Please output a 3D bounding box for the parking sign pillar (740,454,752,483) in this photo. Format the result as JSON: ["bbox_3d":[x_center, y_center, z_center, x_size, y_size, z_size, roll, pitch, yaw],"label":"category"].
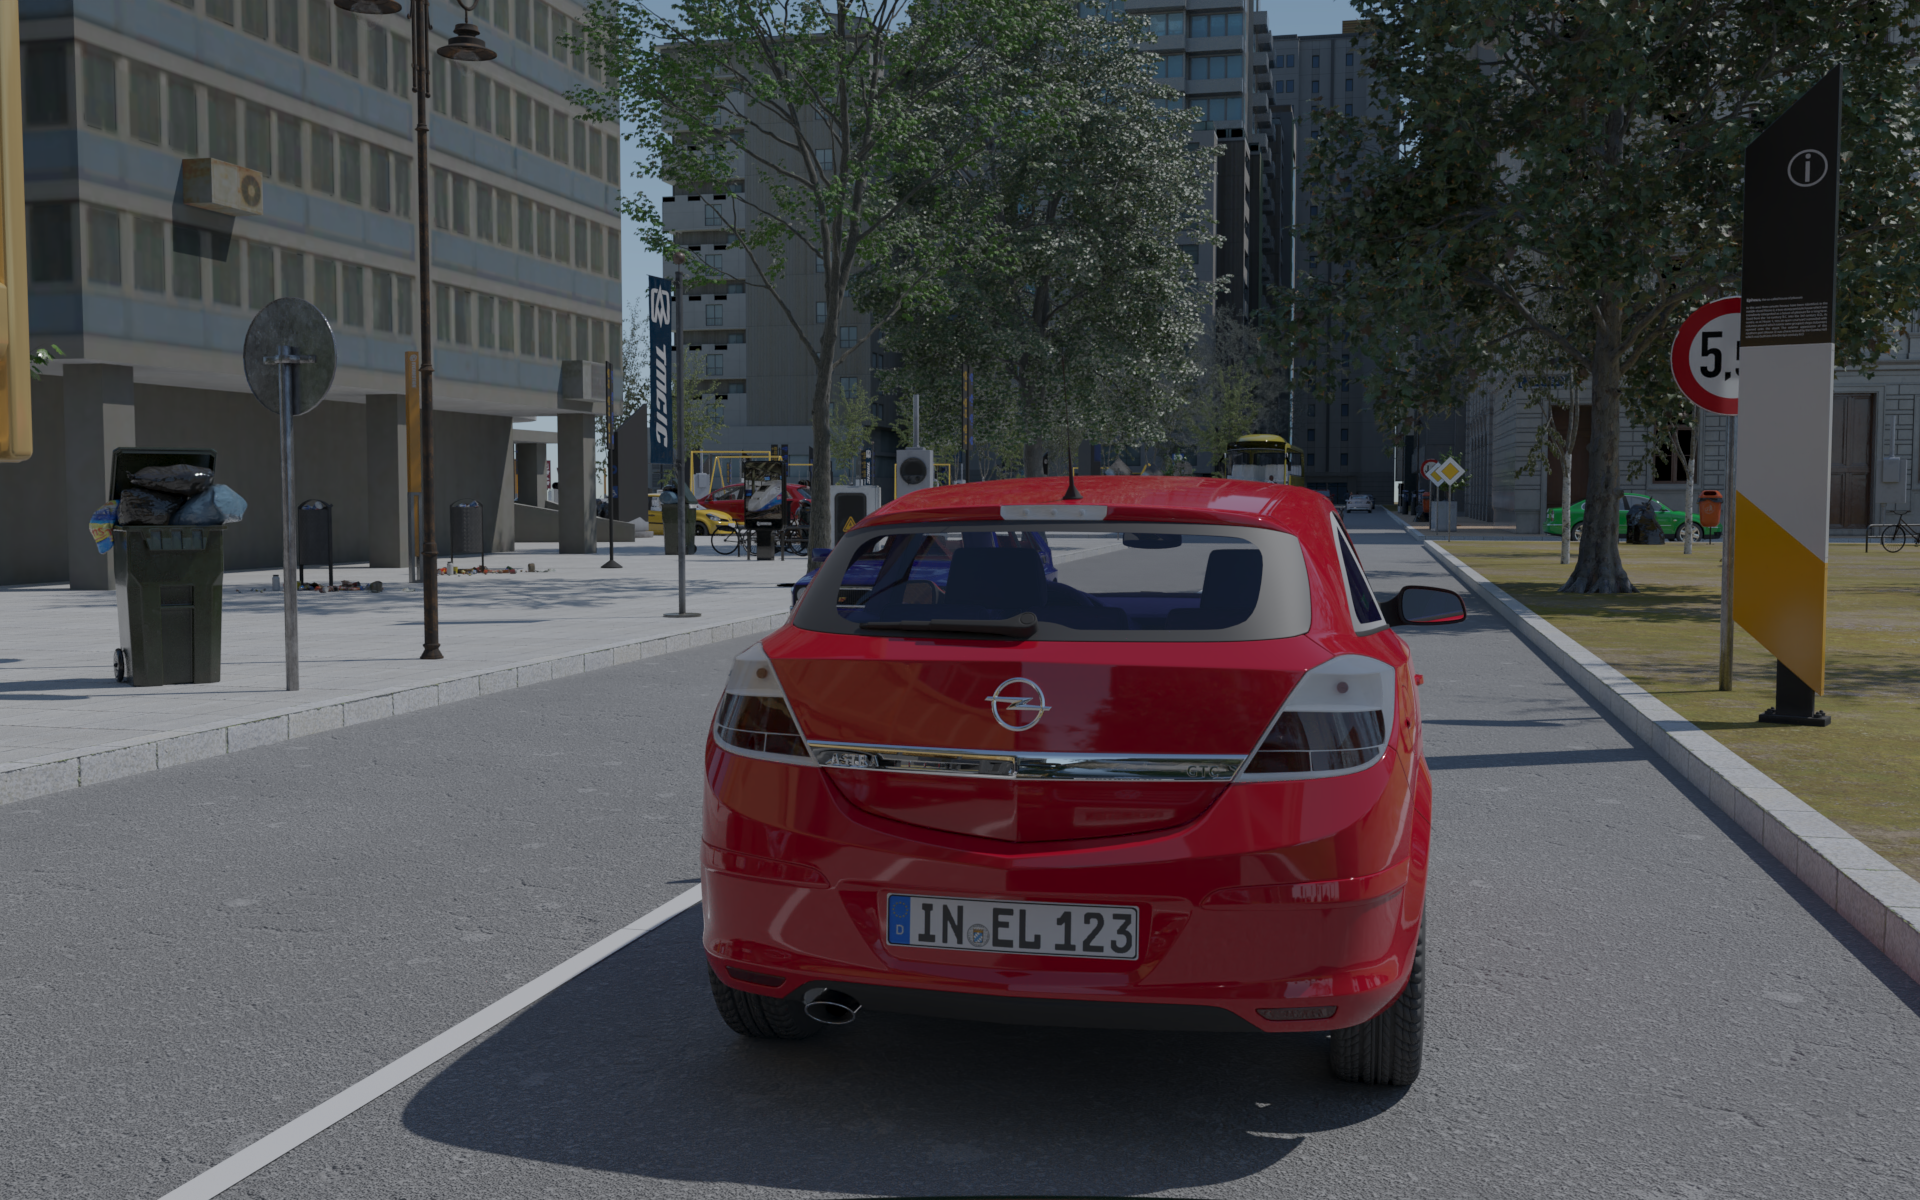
[{"bbox_3d":[-14.379,-7.873,117.195,1.447,3.967,1.447,-3,5,-39],"label":"parking sign pillar"}]

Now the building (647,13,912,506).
[{"bbox_3d":[-19.149,-37.392,200.603,27.495,52.752,28.713,1,4,13],"label":"building"}]

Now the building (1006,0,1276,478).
[{"bbox_3d":[17.514,-33.104,160.859,23.786,49.044,30.456,1,4,13],"label":"building"}]

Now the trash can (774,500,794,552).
[{"bbox_3d":[-4.085,-1.654,38.699,0.748,1.137,0.748,0,3,0],"label":"trash can"}]

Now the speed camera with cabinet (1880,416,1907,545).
[{"bbox_3d":[24.181,-3.008,43.519,2.038,3.252,0.660,2,4,30],"label":"speed camera with cabinet"}]

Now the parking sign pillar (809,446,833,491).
[{"bbox_3d":[-7.744,-6.603,96.438,1.447,3.967,1.447,-1,4,-15],"label":"parking sign pillar"}]

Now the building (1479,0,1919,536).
[{"bbox_3d":[28.353,-13.519,57.195,21.152,22.565,11.583,1,4,13],"label":"building"}]

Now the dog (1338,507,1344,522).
[{"bbox_3d":[17.969,-3.949,81.409,0.513,0.831,0.800,3,5,42],"label":"dog"}]

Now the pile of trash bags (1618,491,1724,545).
[{"bbox_3d":[17.714,-2.121,44.433,3.447,1.369,1.912,2,4,28],"label":"pile of trash bags"}]

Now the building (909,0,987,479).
[{"bbox_3d":[8.884,-40.122,197.990,28.212,58.520,21.231,1,4,13],"label":"building"}]

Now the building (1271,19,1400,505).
[{"bbox_3d":[41.276,-41.533,221.071,28.212,58.520,21.231,1,4,13],"label":"building"}]

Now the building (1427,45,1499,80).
[{"bbox_3d":[42.710,-27.506,133.322,14.154,41.232,14.086,1,4,13],"label":"building"}]

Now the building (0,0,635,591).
[{"bbox_3d":[-20.099,-20.884,33.335,23.993,40.220,32.217,1,4,13],"label":"building"}]

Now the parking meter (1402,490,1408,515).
[{"bbox_3d":[27.677,-6.067,107.609,0.372,1.533,0.369,0,3,0],"label":"parking meter"}]

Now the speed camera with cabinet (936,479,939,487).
[{"bbox_3d":[-2.359,-6.900,107.152,2.038,3.252,0.660,1,4,18],"label":"speed camera with cabinet"}]

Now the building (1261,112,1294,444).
[{"bbox_3d":[27.384,-30.461,181.623,14.154,41.232,14.086,1,4,13],"label":"building"}]

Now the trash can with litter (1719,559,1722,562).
[{"bbox_3d":[14.048,-1.182,30.710,1.055,1.170,0.624,3,5,40],"label":"trash can with litter"}]

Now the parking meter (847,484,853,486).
[{"bbox_3d":[-6.255,-5.657,98.200,0.399,1.863,0.255,-1,4,-14],"label":"parking meter"}]

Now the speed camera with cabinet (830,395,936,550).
[{"bbox_3d":[-1.577,-2.452,34.433,2.038,3.252,0.660,0,4,6],"label":"speed camera with cabinet"}]

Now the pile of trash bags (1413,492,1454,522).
[{"bbox_3d":[21.703,-4.264,79.475,1.912,1.369,3.447,2,4,24],"label":"pile of trash bags"}]

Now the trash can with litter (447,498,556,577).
[{"bbox_3d":[-7.551,-1.037,28.005,2.233,1.210,1.678,-2,4,-33],"label":"trash can with litter"}]

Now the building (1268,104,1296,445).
[{"bbox_3d":[30.505,-33.449,197.008,14.200,45.320,14.600,1,4,13],"label":"building"}]

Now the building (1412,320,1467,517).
[{"bbox_3d":[36.750,-17.840,110.745,14.314,24.678,30.058,1,4,13],"label":"building"}]

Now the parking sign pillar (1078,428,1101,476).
[{"bbox_3d":[5.033,-4.830,67.448,1.447,3.967,1.447,-1,4,-18],"label":"parking sign pillar"}]

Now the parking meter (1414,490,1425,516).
[{"bbox_3d":[25.793,-5.407,96.812,0.372,1.533,0.369,0,3,0],"label":"parking meter"}]

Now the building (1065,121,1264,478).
[{"bbox_3d":[16.529,-22.399,137.920,14.160,30.474,14.107,1,4,13],"label":"building"}]

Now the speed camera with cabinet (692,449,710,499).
[{"bbox_3d":[-10.911,-5.072,77.260,2.038,3.252,0.660,-2,4,-26],"label":"speed camera with cabinet"}]

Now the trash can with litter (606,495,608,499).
[{"bbox_3d":[-28.439,-7.928,140.677,2.233,1.210,1.678,3,5,43],"label":"trash can with litter"}]

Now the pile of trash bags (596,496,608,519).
[{"bbox_3d":[-17.652,-4.664,86.013,3.447,1.369,1.912,-2,4,-26],"label":"pile of trash bags"}]

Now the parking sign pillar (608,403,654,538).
[{"bbox_3d":[-9.775,-3.823,50.986,1.447,3.967,1.447,2,4,31],"label":"parking sign pillar"}]

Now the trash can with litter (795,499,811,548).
[{"bbox_3d":[-3.330,-1.810,40.983,1.055,1.170,0.624,-1,4,-18],"label":"trash can with litter"}]

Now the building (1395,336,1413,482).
[{"bbox_3d":[61.237,-32.446,214.089,14.086,41.232,14.154,1,4,13],"label":"building"}]

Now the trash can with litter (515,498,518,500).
[{"bbox_3d":[-16.612,-3.209,63.851,1.055,1.170,0.624,-2,4,-30],"label":"trash can with litter"}]

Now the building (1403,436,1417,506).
[{"bbox_3d":[58.447,-53.044,179.933,22.319,86.520,31.000,1,4,13],"label":"building"}]

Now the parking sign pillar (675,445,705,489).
[{"bbox_3d":[-14.536,-6.358,92.422,1.447,3.967,1.447,-1,4,-13],"label":"parking sign pillar"}]

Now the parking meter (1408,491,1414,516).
[{"bbox_3d":[27.108,-5.809,103.385,0.372,1.533,0.369,0,3,0],"label":"parking meter"}]

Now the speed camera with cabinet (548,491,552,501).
[{"bbox_3d":[-20.788,-5.718,87.820,2.038,3.252,0.660,1,4,19],"label":"speed camera with cabinet"}]

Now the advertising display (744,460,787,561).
[{"bbox_3d":[-3.756,-1.725,33.413,0.974,1.923,0.123,2,4,33],"label":"advertising display"}]

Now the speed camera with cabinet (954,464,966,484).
[{"bbox_3d":[-0.550,-7.259,113.026,2.038,3.252,0.660,2,4,33],"label":"speed camera with cabinet"}]

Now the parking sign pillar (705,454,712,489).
[{"bbox_3d":[-16.967,-7.760,115.350,1.447,3.967,1.447,1,4,19],"label":"parking sign pillar"}]

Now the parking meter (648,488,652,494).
[{"bbox_3d":[-12.242,-3.639,67.914,0.372,1.533,0.369,0,3,0],"label":"parking meter"}]

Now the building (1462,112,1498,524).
[{"bbox_3d":[31.415,-14.818,84.073,13.314,21.916,24.055,1,4,13],"label":"building"}]

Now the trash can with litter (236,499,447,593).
[{"bbox_3d":[-8.277,-0.722,22.860,2.233,1.210,1.678,1,4,22],"label":"trash can with litter"}]
